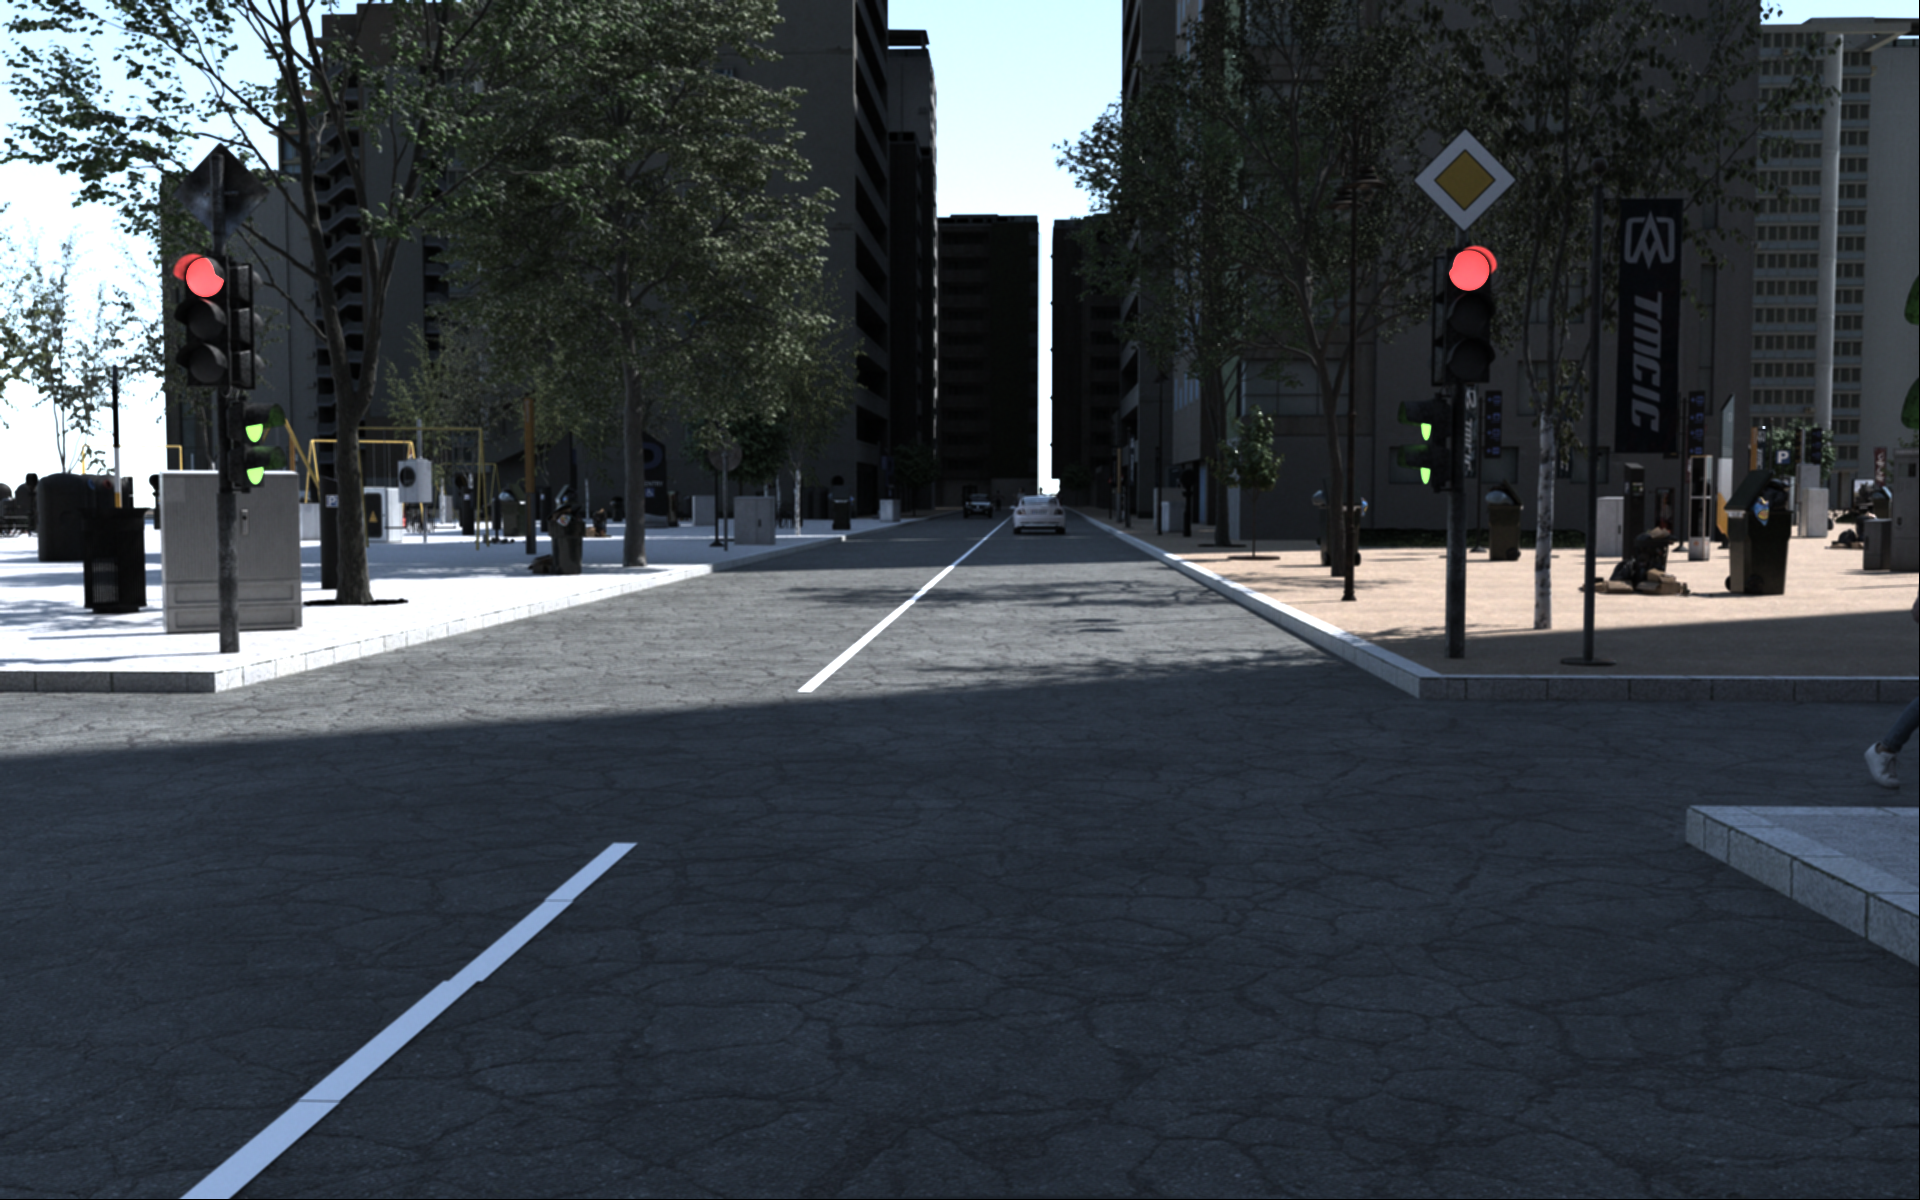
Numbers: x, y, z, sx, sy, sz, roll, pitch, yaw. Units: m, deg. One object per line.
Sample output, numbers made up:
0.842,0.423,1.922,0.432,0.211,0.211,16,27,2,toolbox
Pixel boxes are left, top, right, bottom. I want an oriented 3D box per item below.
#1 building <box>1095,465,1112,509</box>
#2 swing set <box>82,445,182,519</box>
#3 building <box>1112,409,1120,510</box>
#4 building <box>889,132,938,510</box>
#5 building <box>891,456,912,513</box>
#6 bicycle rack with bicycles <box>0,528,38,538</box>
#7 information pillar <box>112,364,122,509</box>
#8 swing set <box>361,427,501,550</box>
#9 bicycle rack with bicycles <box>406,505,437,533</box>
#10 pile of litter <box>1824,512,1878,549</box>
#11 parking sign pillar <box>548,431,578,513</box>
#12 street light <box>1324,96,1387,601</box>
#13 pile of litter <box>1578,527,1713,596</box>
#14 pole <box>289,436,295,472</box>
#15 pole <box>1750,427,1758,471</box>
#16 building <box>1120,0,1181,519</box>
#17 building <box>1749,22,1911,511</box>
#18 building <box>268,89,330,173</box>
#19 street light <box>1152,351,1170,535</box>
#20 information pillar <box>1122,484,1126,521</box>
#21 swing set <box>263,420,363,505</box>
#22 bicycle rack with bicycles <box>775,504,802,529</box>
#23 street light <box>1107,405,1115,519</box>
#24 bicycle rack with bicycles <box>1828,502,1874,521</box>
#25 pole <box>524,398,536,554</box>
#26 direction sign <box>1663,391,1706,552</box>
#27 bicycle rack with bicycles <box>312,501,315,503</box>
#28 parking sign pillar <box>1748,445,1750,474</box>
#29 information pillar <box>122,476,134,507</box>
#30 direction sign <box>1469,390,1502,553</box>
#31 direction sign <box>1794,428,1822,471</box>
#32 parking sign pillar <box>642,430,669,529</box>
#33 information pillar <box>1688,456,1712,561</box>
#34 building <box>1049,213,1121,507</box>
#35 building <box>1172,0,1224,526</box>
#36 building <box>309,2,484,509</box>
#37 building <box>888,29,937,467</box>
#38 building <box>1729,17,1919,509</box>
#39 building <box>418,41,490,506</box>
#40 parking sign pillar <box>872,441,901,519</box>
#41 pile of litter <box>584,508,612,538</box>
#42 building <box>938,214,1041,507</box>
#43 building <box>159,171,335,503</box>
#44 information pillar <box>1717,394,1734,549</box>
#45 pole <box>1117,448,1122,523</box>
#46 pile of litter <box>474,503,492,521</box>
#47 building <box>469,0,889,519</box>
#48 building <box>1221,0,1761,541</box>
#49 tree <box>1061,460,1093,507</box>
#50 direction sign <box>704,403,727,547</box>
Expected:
22.519,-43.537,150.080,20.563,71.187,20.611,0,4,3,building
-26.566,-3.533,55.378,3.119,2.851,2.862,-2,4,-23,swing set
22.938,-49.611,123.811,22.319,86.520,31.000,0,4,3,building
-9.412,-22.428,138.400,14.160,30.474,14.107,0,4,3,building
-13.926,-41.698,120.014,20.563,71.187,20.611,0,4,3,building
-28.481,-2.296,50.917,2.852,0.926,2.925,3,4,37,bicycle rack with bicycles
-15.148,-2.433,31.128,0.183,3.616,0.504,-2,4,-24,information pillar
-12.557,-2.633,40.672,3.119,2.851,2.862,-1,4,-10,swing set
-18.664,-2.733,58.069,2.852,0.926,2.925,0,4,5,bicycle rack with bicycles
21.142,-1.613,40.335,1.719,0.858,1.176,3,5,40,pile of litter
-17.098,-5.264,74.534,1.447,3.967,1.447,2,4,32,parking sign pillar
4.683,-2.929,20.673,0.468,5.910,1.993,0,4,3,street light
8.826,-0.514,22.365,1.176,0.858,1.719,-1,4,-22,pile of litter
-23.422,-4.095,60.800,0.158,3.312,0.155,0,3,0,pole
24.212,-3.612,52.891,0.158,3.312,0.155,0,3,0,pole
20.374,-29.045,98.593,21.300,48.544,21.600,0,4,3,building
58.533,-27.629,143.621,23.993,40.220,32.217,0,4,3,building
-58.805,-32.600,187.636,28.867,44.769,22.147,0,4,3,building
6.271,-4.979,54.187,0.468,5.910,1.993,0,4,3,street light
7.719,-4.766,82.413,0.304,2.012,0.304,1,4,13,information pillar
-13.339,-2.220,33.910,2.862,2.851,3.119,-1,4,-21,swing set
-7.176,-3.160,65.043,2.852,0.926,2.925,-1,4,-10,bicycle rack with bicycles
7.673,-7.057,88.170,0.468,5.910,1.993,0,4,3,street light
45.335,-4.442,86.005,2.925,0.926,2.852,0,4,0,bicycle rack with bicycles
-9.154,-2.631,36.867,0.158,3.312,0.155,0,3,0,pole
15.981,-2.831,38.284,0.876,3.537,0.379,3,5,43,direction sign
-32.489,-4.617,88.876,2.925,0.926,2.852,-3,5,-41,bicycle rack with bicycles
35.126,-5.454,77.646,1.447,3.967,1.447,0,4,-4,parking sign pillar
-33.877,-4.042,70.570,0.304,2.012,0.304,2,4,34,information pillar
11.416,-2.817,38.047,0.876,3.537,0.379,1,4,19,direction sign
29.124,-4.131,59.537,0.379,3.537,0.876,-3,5,-45,direction sign
-11.677,-4.678,64.962,1.447,3.967,1.447,-1,4,-17,parking sign pillar
14.194,-1.757,33.215,0.304,2.012,0.304,3,5,44,information pillar
16.467,-25.016,180.708,14.107,30.474,14.160,0,4,3,building
16.885,-26.008,75.344,14.600,45.320,14.200,0,4,3,building
-48.751,-30.997,156.912,14.200,45.320,14.600,0,4,3,building
-9.155,-28.889,155.926,14.086,41.232,14.154,0,4,3,building
78.276,-28.676,152.441,14.086,41.232,14.154,0,4,3,building
-28.913,-27.889,147.869,23.993,40.220,32.217,0,4,3,building
-3.773,-6.134,88.755,1.447,3.967,1.447,1,4,21,parking sign pillar
-10.949,-2.296,51.512,1.176,0.858,1.719,0,4,-8,pile of litter
1.364,-25.062,181.470,14.107,30.474,14.160,0,4,3,building
-62.862,-23.666,158.644,14.107,30.474,14.160,0,4,3,building
17.827,-2.996,40.335,0.504,3.616,0.183,-3,4,-37,information pillar
7.108,-5.099,77.206,0.158,3.312,0.155,0,3,0,pole
-22.272,-4.111,81.182,1.719,0.858,1.176,2,4,30,pile of litter
-15.633,-29.113,99.695,21.300,48.544,21.600,0,4,3,building
15.088,-22.620,53.426,14.154,41.232,14.086,0,4,3,building
11.176,-11.148,165.984,4.285,4.588,4.351,0,3,0,tree
-5.949,-3.075,42.266,0.379,3.537,0.876,-3,5,-45,direction sign
